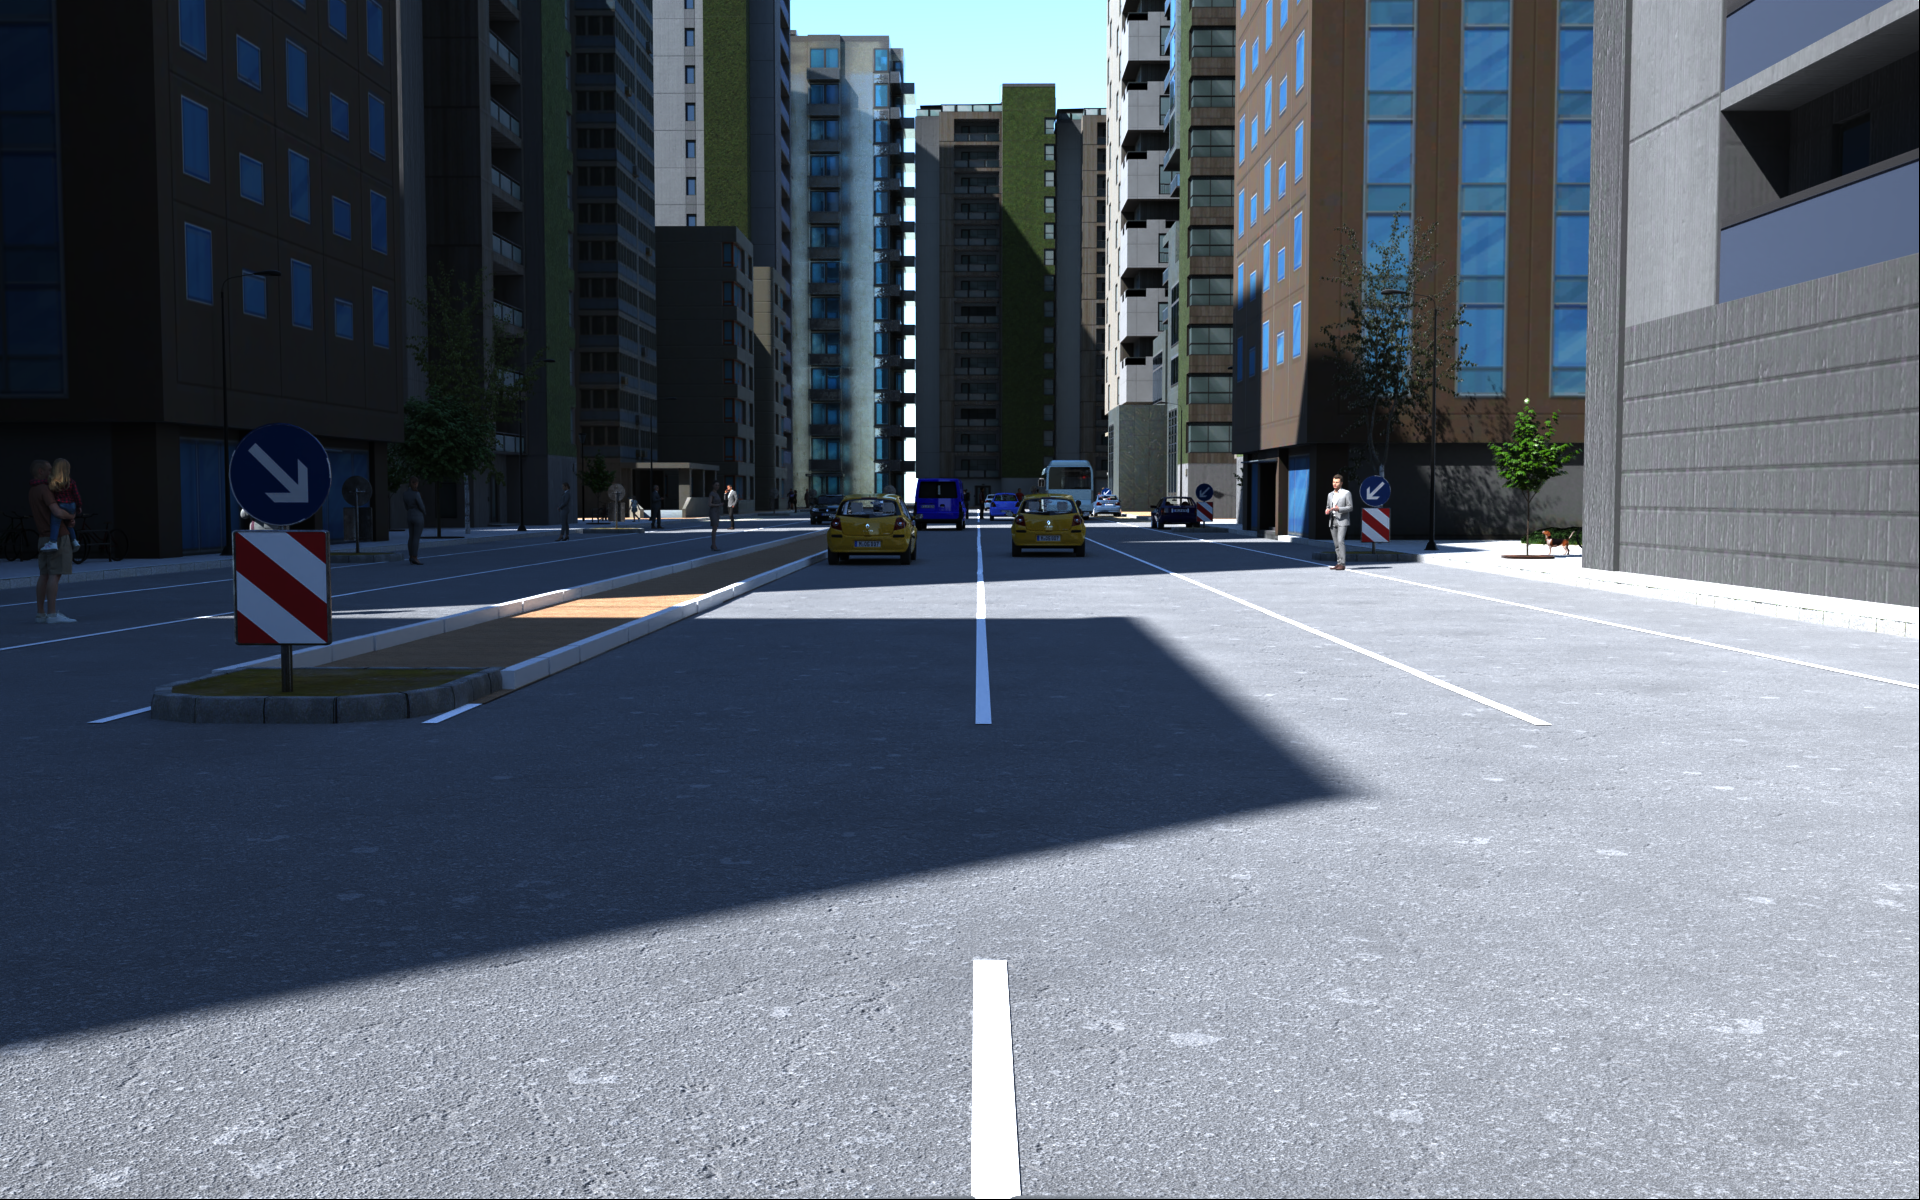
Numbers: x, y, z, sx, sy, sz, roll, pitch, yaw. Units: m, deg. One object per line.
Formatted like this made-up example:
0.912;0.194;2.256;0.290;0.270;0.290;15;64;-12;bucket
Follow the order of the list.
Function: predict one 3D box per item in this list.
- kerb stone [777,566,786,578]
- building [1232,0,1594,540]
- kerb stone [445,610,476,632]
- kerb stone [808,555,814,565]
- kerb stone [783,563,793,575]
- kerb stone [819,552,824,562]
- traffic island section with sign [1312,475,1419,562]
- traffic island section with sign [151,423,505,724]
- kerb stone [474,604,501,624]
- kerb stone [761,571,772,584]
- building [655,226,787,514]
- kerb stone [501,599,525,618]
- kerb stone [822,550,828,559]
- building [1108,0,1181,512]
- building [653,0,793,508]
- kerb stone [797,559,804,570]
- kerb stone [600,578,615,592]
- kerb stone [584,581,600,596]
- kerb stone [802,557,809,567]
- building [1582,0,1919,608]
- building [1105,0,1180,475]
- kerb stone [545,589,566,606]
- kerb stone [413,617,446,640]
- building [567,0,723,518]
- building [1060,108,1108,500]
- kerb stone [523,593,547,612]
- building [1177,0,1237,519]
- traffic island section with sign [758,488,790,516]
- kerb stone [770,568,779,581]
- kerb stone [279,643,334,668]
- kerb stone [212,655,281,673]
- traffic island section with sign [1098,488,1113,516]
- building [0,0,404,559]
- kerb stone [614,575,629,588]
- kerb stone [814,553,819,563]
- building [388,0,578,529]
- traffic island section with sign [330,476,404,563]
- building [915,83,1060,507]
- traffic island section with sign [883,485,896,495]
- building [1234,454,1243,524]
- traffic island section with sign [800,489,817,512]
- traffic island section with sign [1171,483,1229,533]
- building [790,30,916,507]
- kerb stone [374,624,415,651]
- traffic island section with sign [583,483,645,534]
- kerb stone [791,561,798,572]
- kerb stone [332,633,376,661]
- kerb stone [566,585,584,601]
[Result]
-3.124;-0.449;29.539;0.120;0.150;1.000;0;4;1;kerb stone
16.576;-24.688;53.760;14.600;45.320;14.200;0;4;1;building
-5.337;0.240;18.270;0.120;0.150;1.000;0;4;1;kerb stone
-3.074;-0.763;34.665;0.120;0.150;1.000;0;4;1;kerb stone
-3.114;-0.512;30.570;0.120;0.150;1.000;0;4;1;kerb stone
-3.046;-0.886;36.713;0.120;0.150;1.000;0;4;1;kerb stone
8.743;-1.776;37.659;1.989;1.847;2.006;0;4;1;traffic island section with sign
-4.345;-0.221;11.748;2.006;1.907;1.989;0;4;1;traffic island section with sign
-5.339;0.178;19.293;0.120;0.150;1.000;0;4;1;kerb stone
-3.151;-0.324;27.487;0.120;0.150;1.000;0;4;1;kerb stone
-28.084;-17.215;126.506;27.650;21.520;28.899;0;4;1;building
-5.326;0.116;20.315;0.120;0.150;1.000;0;4;1;kerb stone
-3.035;-0.950;37.736;0.120;0.150;1.000;0;4;1;kerb stone
22.603;-49.239;117.735;22.319;86.520;31.000;0;4;1;building
-29.272;-37.307;151.962;28.212;58.520;21.231;0;4;1;building
-3.094;-0.637;32.619;0.120;0.150;1.000;0;4;1;kerb stone
-5.269;-0.198;25.428;0.120;0.150;1.000;0;4;1;kerb stone
-5.277;-0.135;24.406;0.120;0.150;1.000;0;4;1;kerb stone
-3.087;-0.697;33.643;0.120;0.150;1.000;0;4;1;kerb stone
24.838;-29.220;19.744;28.212;58.520;21.231;0;4;1;building
26.802;-34.170;147.917;28.713;52.752;27.495;0;4;1;building
-5.302;-0.010;22.362;0.120;0.150;1.000;0;4;1;kerb stone
-5.355;0.305;17.245;0.120;0.150;1.000;0;4;1;kerb stone
-30.825;-24.911;99.176;32.217;40.220;23.993;0;4;1;building
16.587;-30.229;177.830;14.086;41.232;14.154;0;4;1;building
-5.306;0.053;21.337;0.120;0.150;1.000;0;4;1;kerb stone
18.927;-19.827;95.873;14.160;30.474;14.107;0;4;1;building
-12.211;-6.441;113.938;1.989;1.847;2.006;0;4;1;traffic island section with sign
-3.140;-0.386;28.511;0.120;0.150;1.000;0;4;1;kerb stone
-5.384;0.492;14.164;0.120;0.150;1.000;0;4;1;kerb stone
-5.395;0.556;13.142;0.120;0.150;1.000;0;4;1;kerb stone
9.520;-6.477;114.525;1.989;1.847;2.006;0;4;1;traffic island section with sign
-22.354;-23.829;39.721;14.600;45.320;14.200;0;4;1;building
-5.256;-0.260;26.451;0.120;0.150;1.000;0;4;1;kerb stone
-3.066;-0.825;35.691;0.120;0.150;1.000;0;4;1;kerb stone
-23.861;-23.509;67.966;14.154;41.232;14.086;0;4;1;building
-13.008;-1.731;36.924;1.989;1.847;2.006;0;4;1;traffic island section with sign
2.484;-30.132;176.255;14.086;41.232;14.154;0;4;1;building
-3.580;-4.816;86.883;2.006;1.907;1.989;0;4;1;traffic island section with sign
19.087;-23.998;75.961;14.154;41.232;14.086;0;4;1;building
-11.921;-8.090;140.891;1.989;1.847;2.006;0;4;1;traffic island section with sign
9.008;-3.465;65.287;1.989;1.847;2.006;0;4;1;traffic island section with sign
-19.793;-34.380;181.724;30.456;49.044;23.786;0;4;1;building
-5.357;0.365;16.221;0.120;0.150;1.000;0;4;1;kerb stone
-12.715;-3.379;63.878;1.989;1.847;2.006;0;4;1;traffic island section with sign
-3.108;-0.575;31.593;0.120;0.150;1.000;0;4;1;kerb stone
-5.380;0.428;15.195;0.120;0.150;1.000;0;4;1;kerb stone
-5.292;-0.073;23.384;0.120;0.150;1.000;0;4;1;kerb stone
